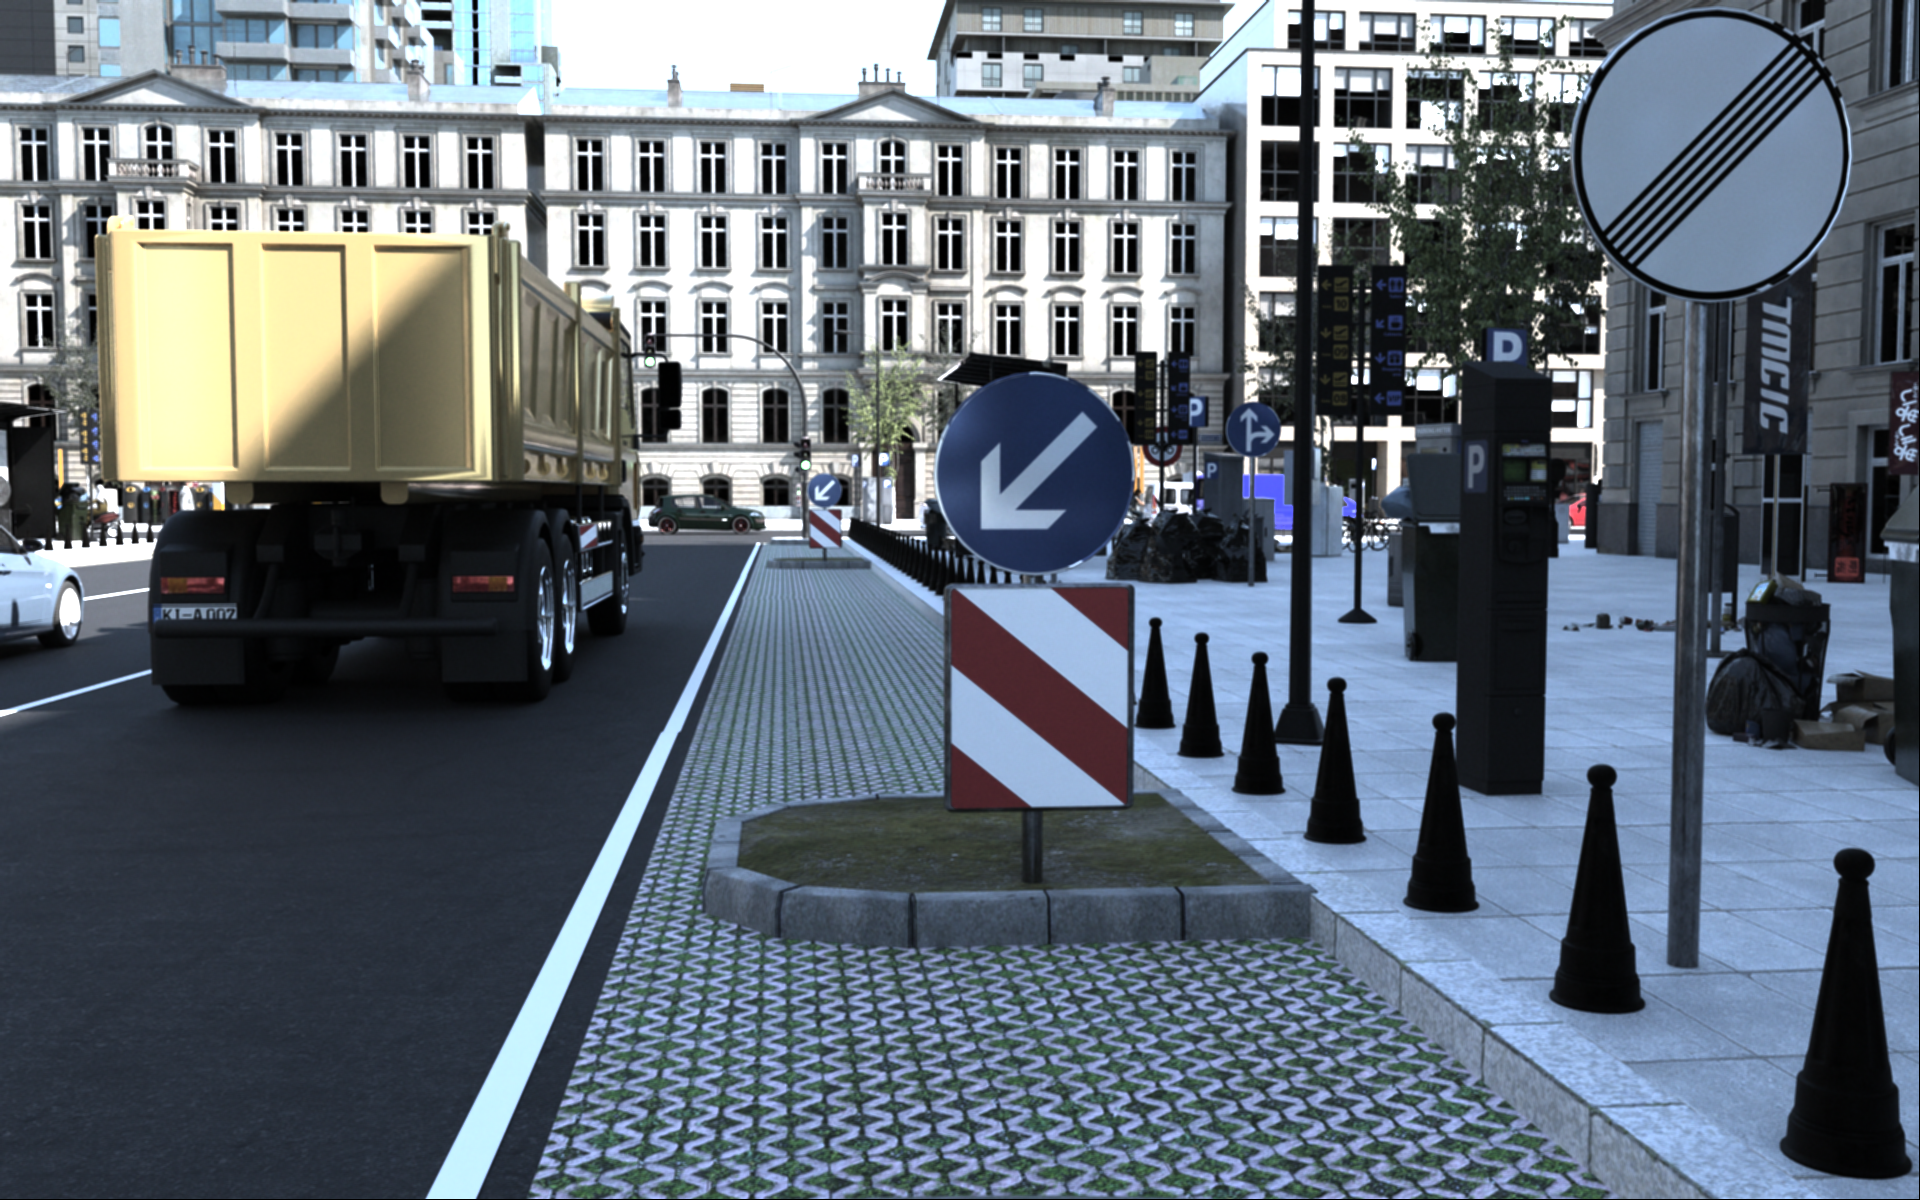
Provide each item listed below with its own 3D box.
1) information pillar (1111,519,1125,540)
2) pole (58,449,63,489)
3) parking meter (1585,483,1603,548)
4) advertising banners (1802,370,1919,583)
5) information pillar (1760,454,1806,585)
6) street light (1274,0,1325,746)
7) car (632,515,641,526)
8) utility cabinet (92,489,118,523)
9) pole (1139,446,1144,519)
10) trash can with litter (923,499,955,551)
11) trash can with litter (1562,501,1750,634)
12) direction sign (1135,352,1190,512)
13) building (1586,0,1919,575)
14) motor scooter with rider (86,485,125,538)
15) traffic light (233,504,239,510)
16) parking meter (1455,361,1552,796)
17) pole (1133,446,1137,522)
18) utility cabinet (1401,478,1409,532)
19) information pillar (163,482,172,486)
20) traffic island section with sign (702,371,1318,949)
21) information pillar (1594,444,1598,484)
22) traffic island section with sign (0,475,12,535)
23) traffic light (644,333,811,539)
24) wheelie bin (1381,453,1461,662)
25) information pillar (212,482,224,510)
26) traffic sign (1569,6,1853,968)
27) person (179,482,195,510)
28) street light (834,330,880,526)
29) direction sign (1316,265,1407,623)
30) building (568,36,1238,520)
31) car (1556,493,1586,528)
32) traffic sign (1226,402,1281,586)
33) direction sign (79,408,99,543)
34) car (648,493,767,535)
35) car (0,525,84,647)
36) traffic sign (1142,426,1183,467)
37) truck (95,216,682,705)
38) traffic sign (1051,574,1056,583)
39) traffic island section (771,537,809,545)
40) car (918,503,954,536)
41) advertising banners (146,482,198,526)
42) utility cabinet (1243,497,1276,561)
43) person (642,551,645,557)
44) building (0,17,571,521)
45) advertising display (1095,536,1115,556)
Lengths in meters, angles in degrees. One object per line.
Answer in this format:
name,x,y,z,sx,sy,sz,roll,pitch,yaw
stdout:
information pillar,4.404,-2.679,48.295,0.304,2.012,0.304,-1,4,-15
pole,-40.925,-5.199,78.844,0.158,3.312,0.155,0,3,0
parking meter,15.005,-1.993,41.003,0.372,1.533,0.369,0,3,0
advertising banners,12.781,-1.760,24.961,2.074,3.025,0.090,2,4,30
information pillar,8.376,-0.804,17.640,0.304,2.012,0.304,0,4,0
street light,1.224,-2.216,8.767,1.470,5.913,1.316,0,4,-6
car,-13.638,-3.038,61.680,4.499,1.417,2.014,0,4,-5
utility cabinet,-37.123,-4.071,75.245,0.318,1.500,1.173,1,4,13
pole,7.706,-4.872,73.502,0.158,3.312,0.155,0,3,0
trash can with litter,-0.340,-1.714,39.413,0.624,1.170,1.055,-3,5,-43
trash can with litter,6.776,-0.340,16.619,2.233,1.210,1.678,0,4,-6
direction sign,3.220,-2.180,27.633,0.876,3.537,0.379,0,4,-3
building,20.612,-13.938,25.155,12.463,27.353,25.104,0,4,-6
motor scooter with rider,-28.523,-2.936,56.974,1.986,1.779,0.876,0,4,-7
traffic light,-20.086,-3.615,48.022,0.839,4.253,0.868,0,4,-6
parking meter,2.341,-0.107,7.467,0.255,1.863,0.399,-1,4,-9
pole,7.478,-4.900,73.962,0.158,3.312,0.155,0,3,0
utility cabinet,6.544,-0.892,23.264,1.173,1.500,0.318,3,5,40
information pillar,-35.653,-4.493,77.954,0.304,2.012,0.304,-1,4,-12
traffic island section with sign,0.064,0.137,6.393,1.989,1.847,2.006,0,4,-6
information pillar,29.672,-5.475,80.873,0.183,3.616,0.504,2,4,30
traffic island section with sign,-18.147,-1.436,32.105,1.989,1.847,2.006,0,4,-6
traffic light,-6.531,-4.564,49.289,4.771,5.953,1.251,0,4,-6
wheelie bin,3.752,-0.339,13.456,0.980,1.594,0.693,0,4,3
information pillar,-29.262,-4.707,68.311,0.504,3.616,0.183,1,4,21
traffic sign,1.971,-0.278,4.645,0.768,2.556,0.104,0,4,-4
person,-17.811,-1.914,39.920,0.853,1.813,0.709,-2,4,-32
street light,-2.873,-4.695,49.300,1.470,5.913,1.316,0,4,-6
direction sign,3.980,-1.544,17.240,0.876,3.537,0.379,0,3,0
building,-3.878,-16.642,91.180,34.723,24.649,14.460,0,4,-6
car,23.725,-3.464,65.675,4.494,1.783,2.155,0,4,-7
traffic sign,4.050,-1.462,24.015,0.768,2.556,0.104,0,4,-2
direction sign,-23.067,-3.299,45.932,0.379,3.537,0.876,0,4,1
car,-9.038,-3.194,62.003,4.222,1.686,2.009,0,4,-4
car,-9.015,-0.163,14.670,2.014,1.417,4.499,0,4,-8
traffic sign,3.786,-1.980,32.486,0.768,2.556,0.104,0,4,-3
truck,-4.464,-1.196,15.486,3.469,3.379,9.791,0,4,-5
traffic sign,1.101,-1.118,20.409,0.606,2.300,0.079,0,3,0
traffic island section,-4.418,-1.681,49.762,2.009,0.180,2.903,0,4,-6
car,0.971,-2.905,59.866,4.827,1.381,2.083,0,4,-7
advertising banners,-31.425,-4.470,69.268,2.074,3.025,0.090,-3,4,-38
utility cabinet,5.622,-1.341,33.086,0.306,1.237,1.020,3,5,44
person,-7.145,-1.729,36.872,0.850,1.850,0.679,0,4,-2
building,-38.418,-16.425,87.629,34.723,24.649,14.460,0,4,-6
advertising display,2.890,-1.885,36.029,0.974,1.923,0.123,-3,5,-40
